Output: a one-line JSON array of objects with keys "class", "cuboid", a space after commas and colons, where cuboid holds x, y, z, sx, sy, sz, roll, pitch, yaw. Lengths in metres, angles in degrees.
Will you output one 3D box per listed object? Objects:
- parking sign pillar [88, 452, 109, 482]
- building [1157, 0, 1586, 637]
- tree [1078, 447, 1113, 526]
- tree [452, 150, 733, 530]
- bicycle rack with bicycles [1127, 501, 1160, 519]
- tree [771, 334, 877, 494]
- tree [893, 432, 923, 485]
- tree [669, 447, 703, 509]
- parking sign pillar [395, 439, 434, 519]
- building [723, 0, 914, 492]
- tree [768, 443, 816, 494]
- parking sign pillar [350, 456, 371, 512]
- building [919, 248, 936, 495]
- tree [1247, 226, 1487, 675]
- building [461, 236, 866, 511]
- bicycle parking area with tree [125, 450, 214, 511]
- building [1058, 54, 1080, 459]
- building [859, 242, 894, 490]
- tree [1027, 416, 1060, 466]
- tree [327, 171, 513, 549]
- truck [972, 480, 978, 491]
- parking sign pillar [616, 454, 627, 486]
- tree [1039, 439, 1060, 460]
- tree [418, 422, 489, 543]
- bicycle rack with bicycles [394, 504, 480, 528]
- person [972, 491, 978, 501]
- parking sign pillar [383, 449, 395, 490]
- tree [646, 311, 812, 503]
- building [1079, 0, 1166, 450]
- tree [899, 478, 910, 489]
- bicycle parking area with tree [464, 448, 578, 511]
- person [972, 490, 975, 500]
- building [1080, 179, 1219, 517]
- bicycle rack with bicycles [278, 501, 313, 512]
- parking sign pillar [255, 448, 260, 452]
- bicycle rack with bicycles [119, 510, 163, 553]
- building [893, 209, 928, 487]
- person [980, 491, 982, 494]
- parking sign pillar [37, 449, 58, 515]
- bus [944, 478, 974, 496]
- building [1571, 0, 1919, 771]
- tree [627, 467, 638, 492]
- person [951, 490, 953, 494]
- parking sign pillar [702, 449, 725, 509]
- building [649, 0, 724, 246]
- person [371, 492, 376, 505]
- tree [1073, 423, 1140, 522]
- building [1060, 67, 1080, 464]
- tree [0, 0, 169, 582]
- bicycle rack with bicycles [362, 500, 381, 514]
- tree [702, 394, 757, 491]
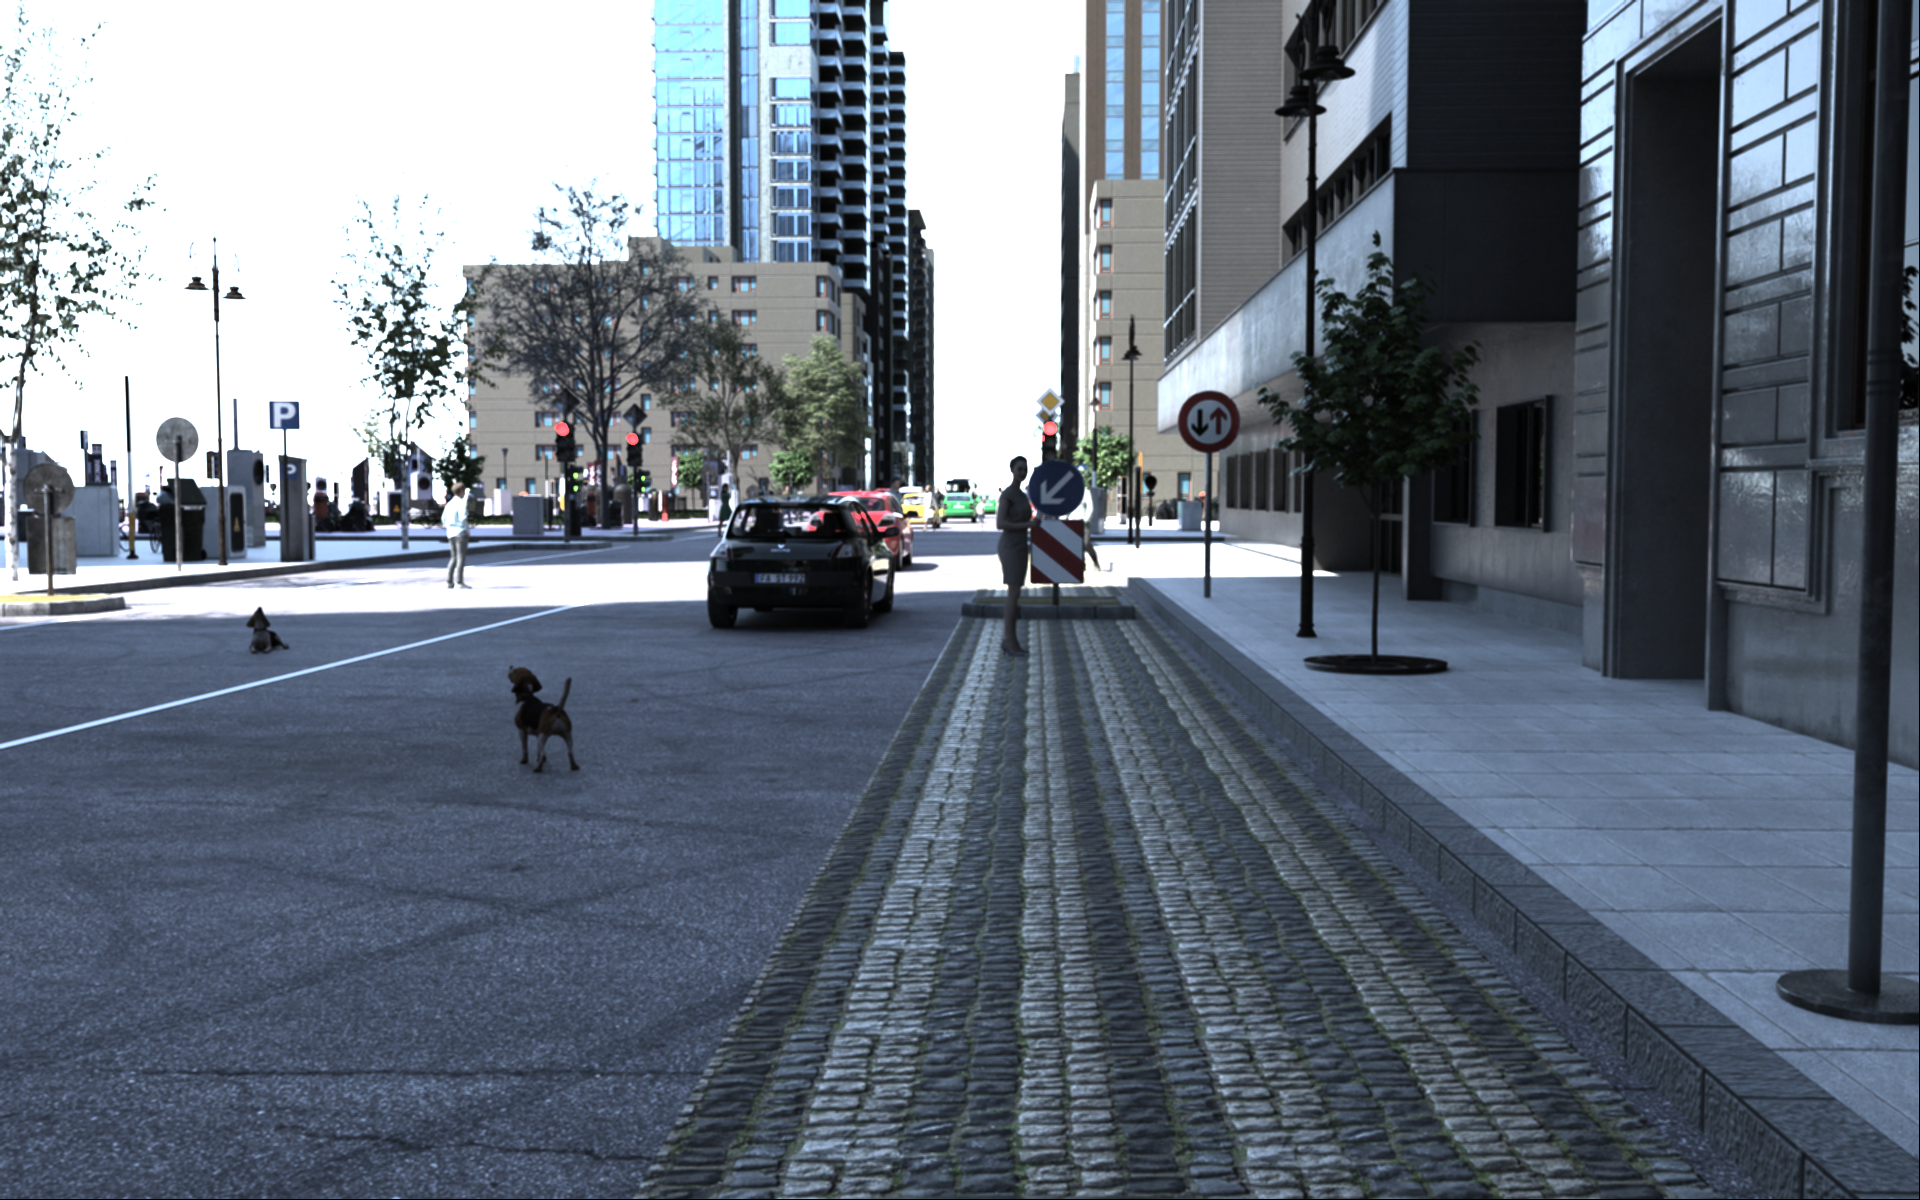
[{"class": "parking sign pillar", "cuboid": [-52.897, -7.200, 106.184, 1.447, 3.967, 1.447, 2, 4, 31]}, {"class": "building", "cuboid": [11.480, -12.807, 28.464, 14.314, 24.678, 30.058, 0, 4, 2]}, {"class": "tree", "cuboid": [5.646, -4.658, 70.759, 1.663, 3.219, 1.824, 0, 3, 0]}, {"class": "tree", "cuboid": [-13.020, -9.315, 62.669, 12.009, 13.543, 11.850, 0, 3, 0]}, {"class": "bicycle rack with bicycles", "cuboid": [9.124, -4.601, 88.604, 2.852, 0.926, 2.925, 2, 4, 30]}, {"class": "tree", "cuboid": [-9.774, -12.505, 122.585, 7.486, 12.596, 7.792, 0, 3, 0]}, {"class": "tree", "cuboid": [-6.655, -15.642, 206.100, 4.360, 8.622, 3.978, 0, 3, 0]}, {"class": "tree", "cuboid": [-18.115, -8.195, 117.704, 4.285, 4.588, 4.351, 0, 3, 0]}, {"class": "parking sign pillar", "cuboid": [-26.539, -5.911, 85.110, 1.447, 3.967, 1.447, 1, 4, 23]}, {"class": "building", "cuboid": [-16.853, -55.949, 227.442, 22.319, 86.520, 31.000, 0, 4, 2]}, {"class": "tree", "cuboid": [-10.799, -7.837, 111.840, 4.285, 4.588, 4.351, 0, 3, 0]}, {"class": "parking sign pillar", "cuboid": [-42.444, -8.195, 122.457, 1.447, 3.967, 1.447, 3, 4, 38]}, {"class": "building", "cuboid": [-11.381, -36.475, 279.959, 14.154, 41.232, 14.086, 0, 4, 2]}, {"class": "tree", "cuboid": [2.926, -1.105, 12.670, 1.663, 3.219, 1.824, 0, 3, 0]}, {"class": "building", "cuboid": [-22.992, -18.298, 144.205, 27.650, 21.520, 28.899, 0, 4, 2]}, {"class": "bicycle parking area with tree", "cuboid": [-50.605, -7.847, 115.304, 9.016, 4.147, 8.231, -2, 4, -30]}, {"class": "building", "cuboid": [24.834, -57.078, 245.900, 22.319, 86.520, 31.000, 0, 4, 2]}, {"class": "building", "cuboid": [-15.066, -25.980, 196.472, 14.160, 30.474, 14.107, 0, 4, 2]}, {"class": "tree", "cuboid": [12.309, -17.978, 219.702, 9.928, 11.665, 9.643, 0, 3, 0]}, {"class": "tree", "cuboid": [-12.880, -5.520, 40.612, 4.737, 8.622, 4.395, 0, 3, 0]}, {"class": "truck", "cuboid": [0.855, -15.017, 241.459, 3.469, 3.379, 9.791, 0, 4, 2]}, {"class": "parking sign pillar", "cuboid": [-22.786, -7.843, 116.711, 1.447, 3.967, 1.447, 0, 4, 2]}, {"class": "tree", "cuboid": [12.114, -16.032, 212.486, 4.737, 8.622, 4.395, 0, 3, 0]}, {"class": "tree", "cuboid": [-13.249, -3.141, 45.962, 1.663, 3.219, 1.824, 0, 3, 0]}, {"class": "bicycle rack with bicycles", "cuboid": [-19.579, -3.196, 65.642, 2.925, 0.926, 2.852, 1, 4, 8]}, {"class": "person", "cuboid": [1.387, -8.791, 152.955, 0.721, 1.735, 1.217, -3, 5, -43]}, {"class": "parking sign pillar", "cuboid": [-33.853, -7.049, 103.718, 1.447, 3.967, 1.447, 2, 4, 33]}, {"class": "tree", "cuboid": [-11.350, -9.366, 87.549, 8.767, 10.594, 7.601, -3, 4, -38]}, {"class": "building", "cuboid": [17.400, -30.524, 149.177, 14.600, 45.320, 14.200, 0, 4, 2]}, {"class": "tree", "cuboid": [-6.524, -12.630, 201.094, 1.663, 3.219, 1.824, 0, 3, 0]}, {"class": "bicycle parking area with tree", "cuboid": [-26.299, -7.399, 107.978, 8.231, 4.147, 9.016, 2, 4, 35]}, {"class": "person", "cuboid": [1.291, -9.405, 162.279, 0.705, 1.823, 1.348, -1, 4, -13]}, {"class": "building", "cuboid": [21.853, -16.170, 109.420, 27.650, 21.520, 28.899, 0, 4, 2]}, {"class": "bicycle rack with bicycles", "cuboid": [-47.375, -6.673, 122.491, 2.925, 0.926, 2.852, 0, 4, 0]}, {"class": "parking sign pillar", "cuboid": [-41.602, -6.906, 101.377, 1.447, 3.967, 1.447, -1, 4, -20]}, {"class": "bicycle rack with bicycles", "cuboid": [-18.047, -1.528, 38.372, 2.852, 0.926, 2.925, 0, 4, -3]}, {"class": "building", "cuboid": [-16.295, -36.940, 258.596, 22.147, 44.769, 28.867, 0, 4, 2]}, {"class": "person", "cuboid": [1.938, -9.539, 165.175, 0.721, 1.736, 1.217, -1, 4, -21]}, {"class": "parking sign pillar", "cuboid": [-54.660, -7.056, 103.837, 1.447, 3.967, 1.447, 2, 4, 26]}, {"class": "bus", "cuboid": [-0.020, -12.057, 191.984, 2.948, 3.499, 13.247, 0, 4, 3]}, {"class": "building", "cuboid": [9.193, -10.162, 2.311, 11.583, 22.565, 21.152, 0, 4, 2]}, {"class": "tree", "cuboid": [-23.363, -7.894, 123.673, 1.663, 3.219, 1.824, 0, 3, 0]}, {"class": "person", "cuboid": [-0.744, -8.039, 140.469, 0.617, 1.759, 0.750, -2, 4, -35]}, {"class": "parking sign pillar", "cuboid": [-14.540, -6.965, 102.343, 1.447, 3.967, 1.447, 0, 4, 8]}, {"class": "building", "cuboid": [-19.252, -52.583, 172.401, 22.319, 86.520, 31.000, 0, 4, 2]}, {"class": "person", "cuboid": [-71.780, -12.408, 212.302, 0.756, 1.711, 0.436, -1, 4, -16]}, {"class": "tree", "cuboid": [6.713, -5.911, 80.361, 4.285, 4.588, 4.351, 0, 3, 0]}, {"class": "building", "cuboid": [21.917, -34.720, 191.371, 21.300, 48.544, 21.600, 0, 4, 2]}, {"class": "tree", "cuboid": [-13.894, -4.586, 25.336, 4.360, 8.622, 3.978, 0, 3, 0]}, {"class": "bicycle rack with bicycles", "cuboid": [-32.908, -5.140, 97.428, 2.852, 0.926, 2.925, 0, 4, -5]}, {"class": "tree", "cuboid": [-16.910, -10.794, 126.847, 4.360, 8.622, 3.978, 0, 3, 0]}]
